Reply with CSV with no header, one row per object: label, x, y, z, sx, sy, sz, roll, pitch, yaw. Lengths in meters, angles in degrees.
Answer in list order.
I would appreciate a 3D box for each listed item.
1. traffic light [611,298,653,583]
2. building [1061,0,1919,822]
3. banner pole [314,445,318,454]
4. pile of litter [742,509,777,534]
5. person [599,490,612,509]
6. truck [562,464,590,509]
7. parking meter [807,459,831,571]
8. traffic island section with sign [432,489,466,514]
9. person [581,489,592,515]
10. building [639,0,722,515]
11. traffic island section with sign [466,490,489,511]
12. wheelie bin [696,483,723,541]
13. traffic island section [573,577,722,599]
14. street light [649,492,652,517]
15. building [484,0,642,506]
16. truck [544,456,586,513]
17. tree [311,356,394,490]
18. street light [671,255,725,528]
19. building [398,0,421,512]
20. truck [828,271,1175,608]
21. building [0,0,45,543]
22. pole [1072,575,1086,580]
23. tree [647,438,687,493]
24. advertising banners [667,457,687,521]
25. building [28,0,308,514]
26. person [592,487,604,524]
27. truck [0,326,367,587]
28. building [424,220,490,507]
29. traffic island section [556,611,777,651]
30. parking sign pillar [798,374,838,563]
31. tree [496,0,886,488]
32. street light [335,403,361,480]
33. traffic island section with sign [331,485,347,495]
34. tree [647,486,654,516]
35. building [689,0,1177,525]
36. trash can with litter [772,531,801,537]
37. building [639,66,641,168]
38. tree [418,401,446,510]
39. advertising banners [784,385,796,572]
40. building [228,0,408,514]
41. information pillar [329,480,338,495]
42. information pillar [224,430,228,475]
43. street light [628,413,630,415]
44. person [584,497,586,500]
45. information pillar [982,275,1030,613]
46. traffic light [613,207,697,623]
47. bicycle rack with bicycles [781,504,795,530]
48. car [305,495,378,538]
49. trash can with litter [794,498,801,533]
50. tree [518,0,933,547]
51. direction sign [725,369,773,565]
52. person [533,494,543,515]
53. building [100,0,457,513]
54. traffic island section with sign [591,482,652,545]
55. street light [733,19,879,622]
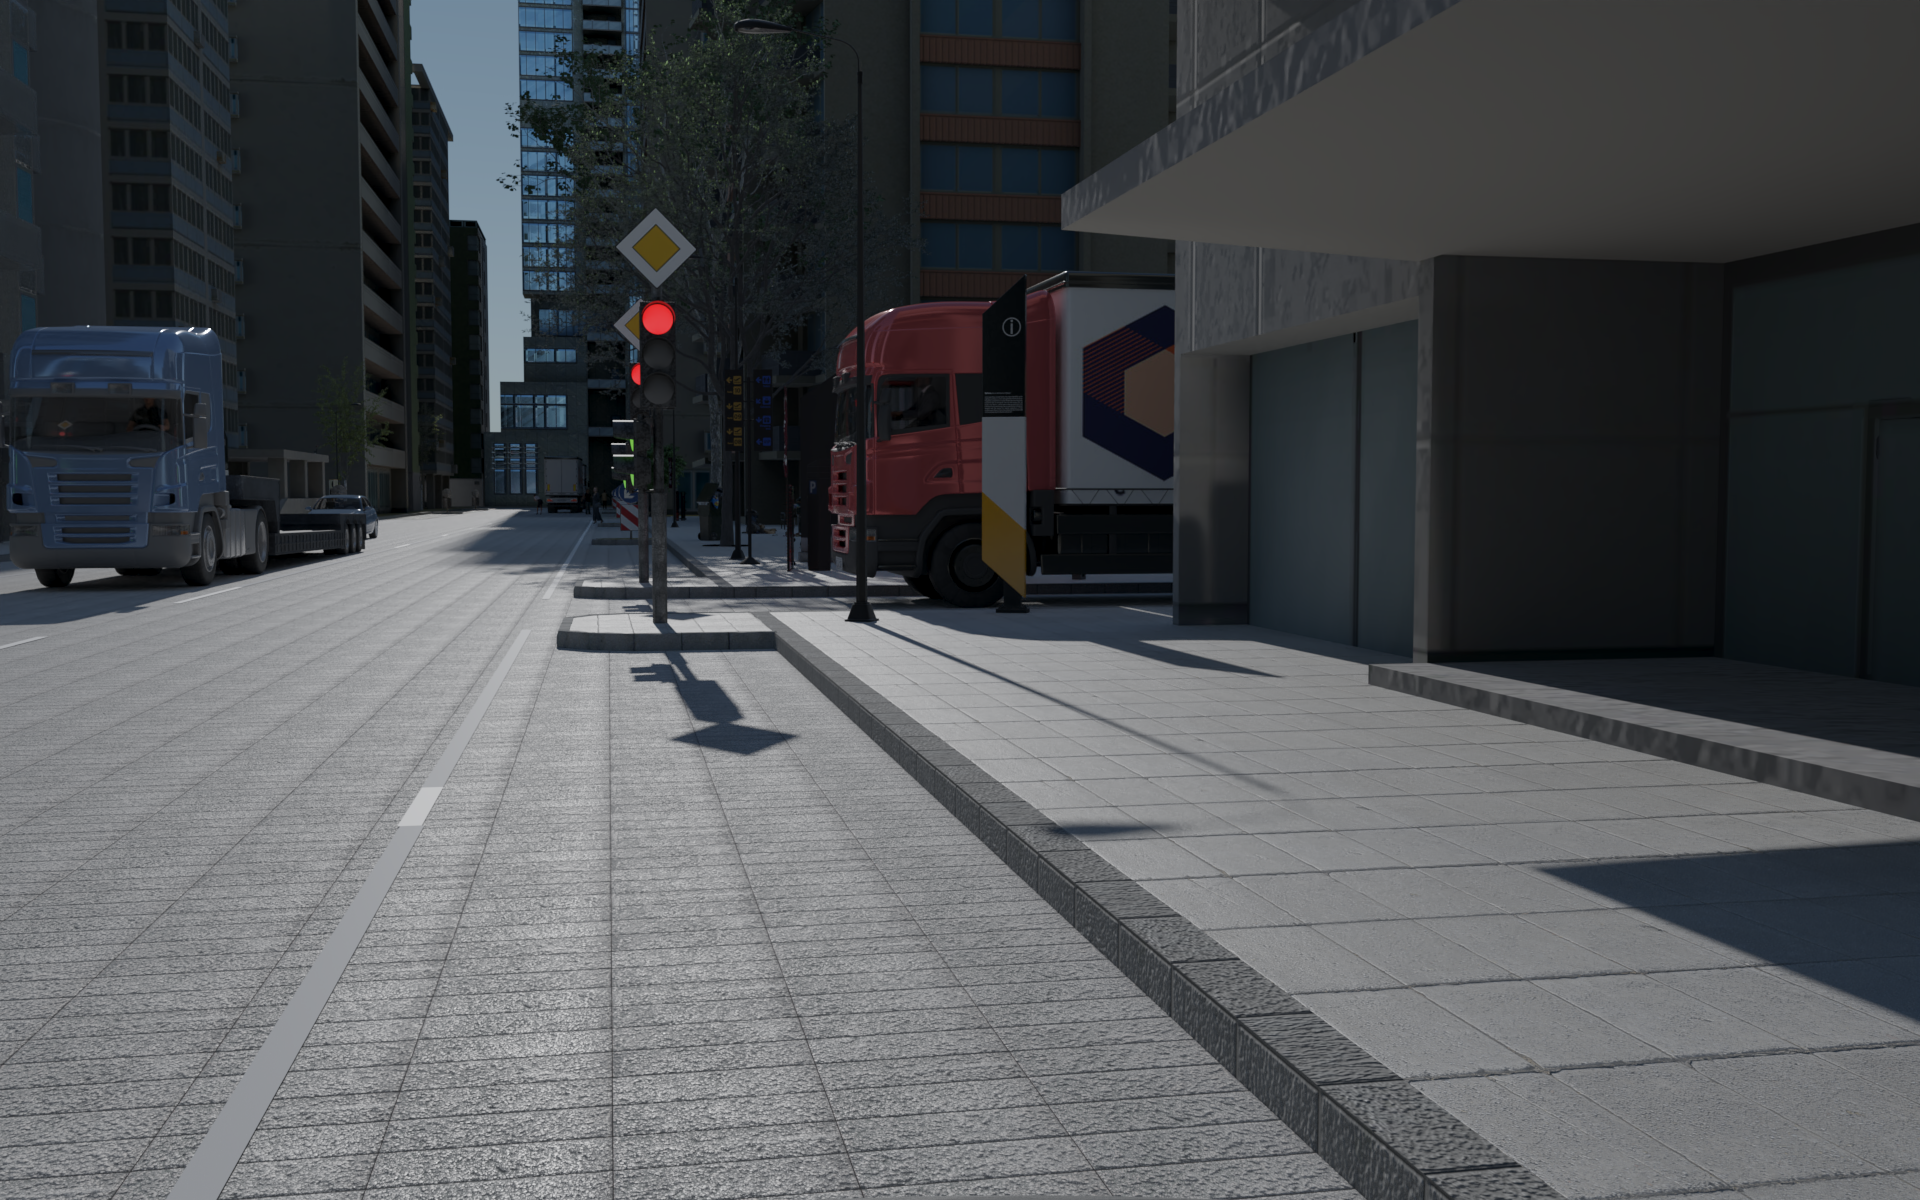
traffic light,-4.595,-2.205,24.966,0.839,4.253,0.868,-1,4,-11
building,15.379,-25.470,5.666,28.713,52.752,27.495,-1,4,-11
banner pole,-32.629,-5.981,87.814,0.401,3.779,0.863,-1,4,-8
pile of litter,-6.528,-2.589,56.291,1.176,0.858,1.719,0,4,-3
person,-31.996,-9.018,156.041,1.348,1.812,0.705,1,4,12
truck,-36.727,-10.731,164.360,2.839,4.237,11.283,-1,4,-11
parking meter,-2.365,-1.425,29.013,0.255,1.863,0.399,-3,4,-38
traffic island section with sign,-36.435,-7.006,123.175,1.989,1.847,2.006,-1,4,-11
person,-26.088,-6.913,121.543,0.705,1.822,1.348,3,4,37
building,-10.472,-30.145,116.568,21.300,48.544,21.600,-1,4,-11
traffic island section with sign,-41.792,-8.622,149.595,1.989,1.847,2.006,-1,4,-11
wheelie bin,-6.838,-2.439,47.779,0.693,1.594,0.980,-3,5,-42
traffic island section,-4.554,-0.172,25.088,2.009,0.180,2.903,-1,4,-11
street light,-11.489,-5.732,66.266,1.470,5.913,1.316,-1,4,-11
building,-36.208,-53.701,190.679,31.000,86.520,22.319,-1,4,-11
truck,-30.621,-8.899,134.407,2.839,4.237,11.283,-1,4,-10
tree,-33.094,-8.761,93.600,4.737,8.622,4.395,0,3,0
street light,-4.876,-3.736,33.623,1.470,5.913,1.316,-1,4,-11
building,-46.624,-26.856,122.697,14.154,41.232,14.086,-1,4,-11
truck,3.266,-2.112,23.443,11.283,4.237,2.839,-1,4,-13
building,-33.131,-25.335,33.844,23.786,49.044,30.456,-1,4,-11
pole,1.786,-1.961,25.907,0.158,3.312,0.155,0,3,0
tree,-16.759,-6.865,95.954,4.285,4.588,4.351,0,3,0
advertising banners,-13.545,-5.298,82.808,0.090,3.025,2.074,1,4,15
building,-42.985,-23.004,67.993,32.217,40.220,23.993,-1,4,-11
person,-17.537,-4.568,83.613,0.576,1.772,0.534,2,4,35
truck,-14.213,-2.684,33.637,2.967,4.110,18.799,-1,4,-11
building,-57.346,-25.166,183.158,14.107,30.474,14.160,-1,4,-11
traffic island section,-2.965,0.307,17.262,2.009,0.180,2.903,-1,4,-11
parking sign pillar,-2.373,-2.721,32.956,1.447,3.967,1.447,0,4,0
tree,-8.931,-12.327,57.434,12.611,20.169,13.585,0,3,0
street light,-31.339,-7.104,88.696,1.470,5.913,1.316,-1,4,-11
traffic island section with sign,-26.354,-3.969,73.521,1.989,1.847,2.006,-1,4,-11
tree,-18.182,-6.552,101.730,1.663,3.219,1.824,0,3,0
building,-1.138,-26.054,80.606,22.147,44.769,28.867,-1,4,-11
trash can with litter,-4.735,-2.535,52.510,2.233,1.210,1.678,3,5,41
building,-15.343,-36.628,140.868,21.231,58.520,28.212,-1,4,-11
tree,-42.524,-11.347,135.888,4.360,8.622,3.978,0,3,0
advertising banners,-2.848,-1.997,28.837,0.090,3.025,2.074,0,4,-2
building,-45.882,-29.374,103.969,21.300,48.544,21.600,-1,4,-11
information pillar,-31.639,-5.077,87.502,0.304,2.012,0.304,1,4,22
information pillar,-25.370,-4.185,59.782,0.183,3.616,0.504,0,4,-6
street light,-18.198,-7.728,98.890,1.470,5.913,1.316,-1,4,-11
person,-33.212,-8.910,154.180,0.705,1.824,1.348,-2,4,-29
information pillar,0.491,-1.669,18.648,0.504,3.616,0.183,1,4,13
traffic light,-3.006,-1.726,17.140,0.839,4.253,0.868,-1,4,-11
bicycle rack with bicycles,-5.475,-3.061,63.434,2.852,0.926,2.925,-1,4,-8
car,-19.642,-2.631,55.025,2.014,1.417,4.499,-1,4,-10
trash can with litter,-5.015,-2.778,56.805,0.624,1.170,1.055,2,4,23
tree,-5.604,-8.056,42.091,12.009,13.543,11.850,0,3,0
direction sign,-3.838,-2.418,31.538,0.876,3.537,0.379,0,4,6
person,-29.422,-6.665,120.661,0.799,1.438,0.628,0,4,3
building,-57.452,-28.181,152.633,23.993,40.220,32.217,-1,4,-11
traffic island section with sign,-9.496,-2.492,49.374,1.989,1.847,2.006,-1,4,-11
street light,-1.524,-2.733,17.226,1.470,5.913,1.316,-1,4,-11
